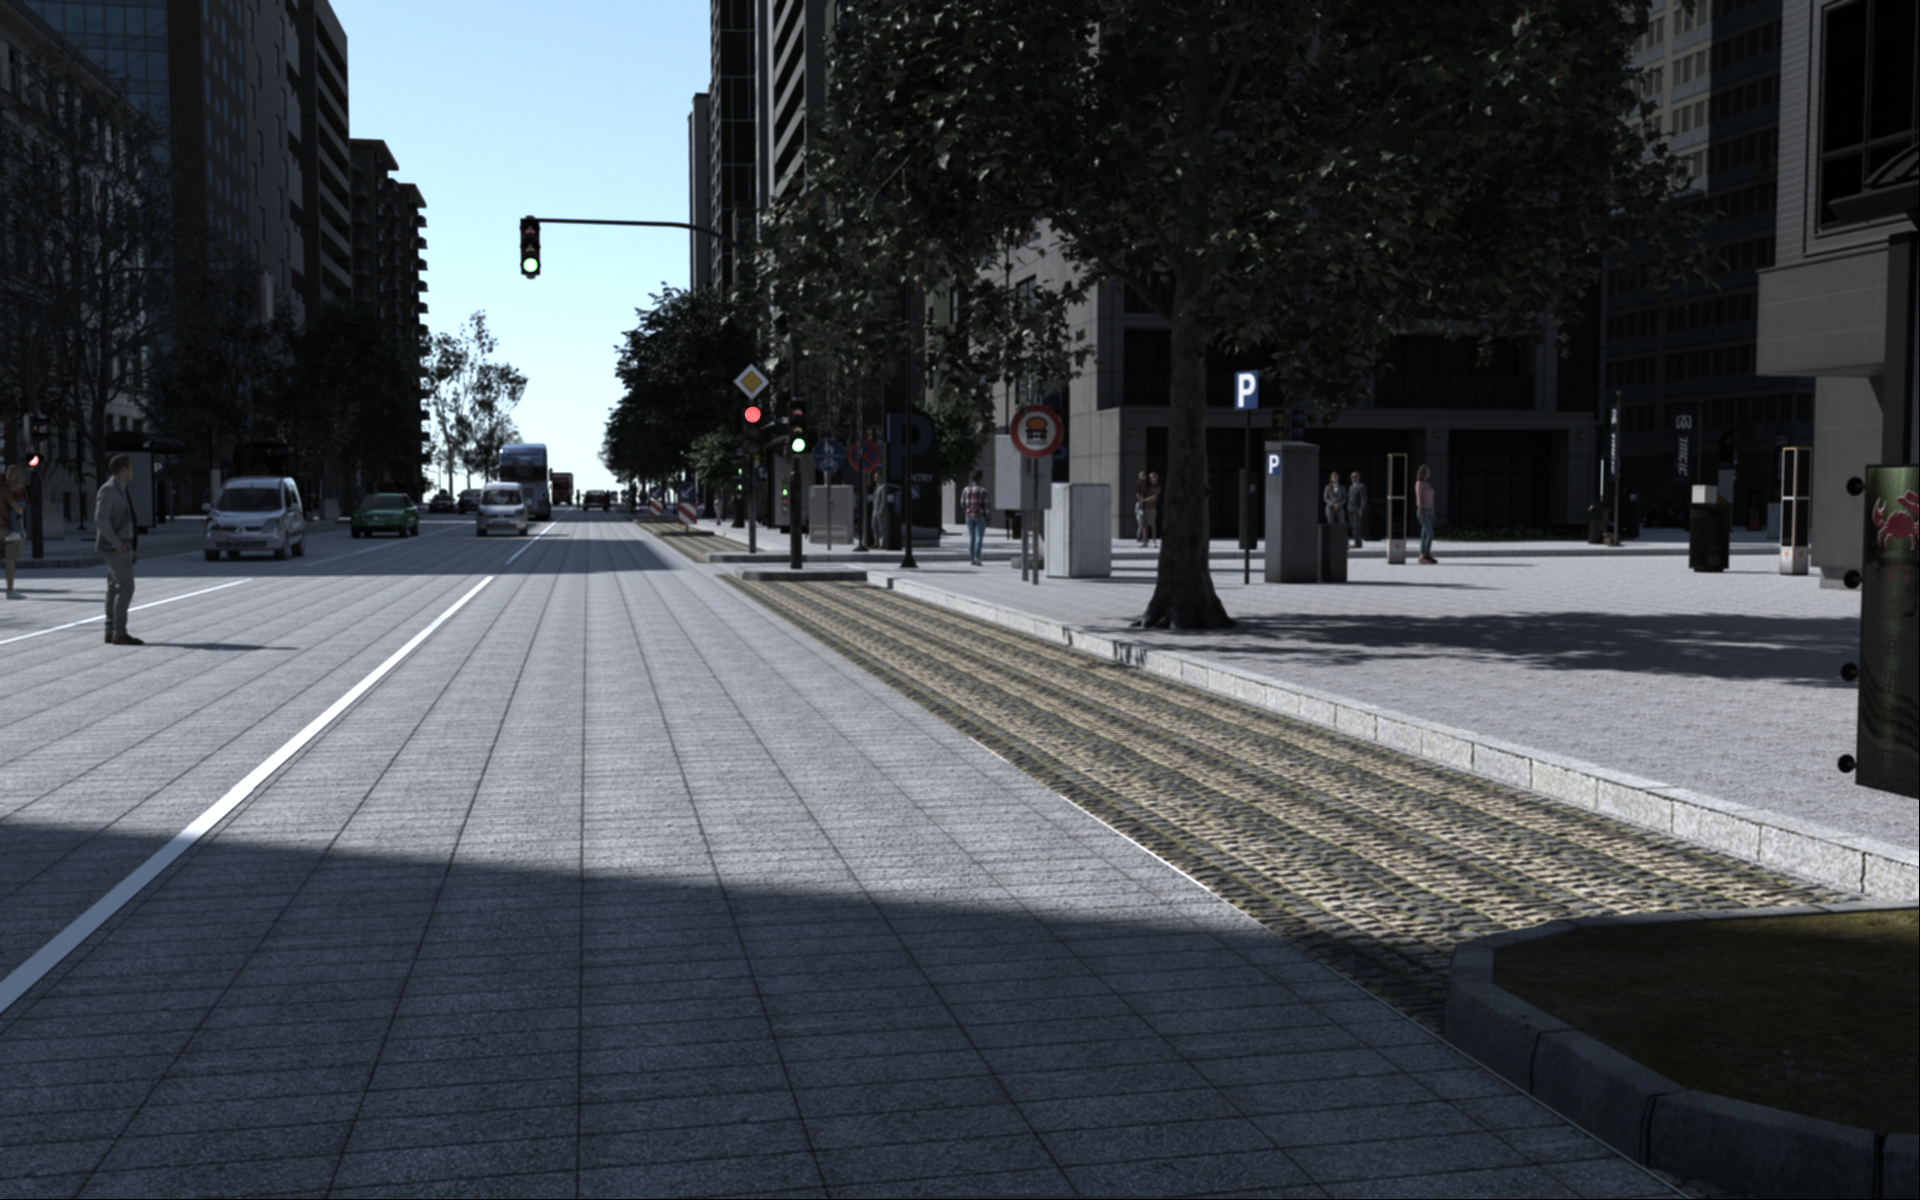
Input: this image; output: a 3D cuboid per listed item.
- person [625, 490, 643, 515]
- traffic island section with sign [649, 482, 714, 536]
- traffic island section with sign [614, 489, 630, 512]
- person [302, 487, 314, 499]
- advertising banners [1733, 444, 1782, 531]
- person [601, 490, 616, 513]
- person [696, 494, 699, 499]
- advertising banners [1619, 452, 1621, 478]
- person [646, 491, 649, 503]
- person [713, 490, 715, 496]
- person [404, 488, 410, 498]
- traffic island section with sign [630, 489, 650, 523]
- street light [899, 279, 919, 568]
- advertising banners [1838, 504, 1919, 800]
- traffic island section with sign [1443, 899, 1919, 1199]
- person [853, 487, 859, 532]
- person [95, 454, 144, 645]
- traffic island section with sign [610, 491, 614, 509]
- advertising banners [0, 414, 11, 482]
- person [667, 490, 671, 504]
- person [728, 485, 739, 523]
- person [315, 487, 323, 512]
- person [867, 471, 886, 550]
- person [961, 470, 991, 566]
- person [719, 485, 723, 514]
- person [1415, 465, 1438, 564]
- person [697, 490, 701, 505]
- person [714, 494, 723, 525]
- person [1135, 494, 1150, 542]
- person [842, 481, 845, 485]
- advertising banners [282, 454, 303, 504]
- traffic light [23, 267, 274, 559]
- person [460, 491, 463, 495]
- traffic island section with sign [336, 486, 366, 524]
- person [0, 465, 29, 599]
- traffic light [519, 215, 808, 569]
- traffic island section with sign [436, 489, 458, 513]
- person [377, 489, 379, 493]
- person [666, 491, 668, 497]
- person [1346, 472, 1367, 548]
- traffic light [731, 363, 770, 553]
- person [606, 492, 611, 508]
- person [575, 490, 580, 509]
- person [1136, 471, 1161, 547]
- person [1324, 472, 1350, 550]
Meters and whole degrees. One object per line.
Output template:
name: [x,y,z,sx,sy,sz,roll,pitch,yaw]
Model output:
person: [-21.866,-6.545,116.229,1.217,1.735,0.721,-2,4,-24]
traffic island section with sign: [-9.503,-3.103,59.364,1.989,1.847,2.006,-1,4,-12]
traffic island section with sign: [-25.702,-7.721,134.859,1.989,1.847,2.006,-1,4,-12]
person: [-48.422,-7.444,127.845,1.348,1.812,0.705,-3,4,-37]
advertising banners: [27.553,-3.899,59.939,2.074,3.025,0.090,2,4,26]
person: [-27.176,-7.618,133.768,1.217,1.743,0.721,-1,4,-22]
person: [-20.148,-7.561,129.808,1.348,1.807,0.705,1,4,18]
advertising banners: [27.506,-4.631,71.908,0.090,3.025,2.074,2,4,31]
person: [-44.430,-14.642,246.155,0.721,1.735,1.217,2,4,33]
person: [-16.810,-6.750,117.090,0.721,1.739,1.217,0,4,-6]
person: [-51.475,-9.476,160.941,1.348,1.831,0.705,3,4,36]
traffic island section with sign: [-15.225,-4.734,86.027,1.989,1.847,2.006,-1,4,-12]
street light: [-1.422,-3.505,29.846,1.470,5.913,1.316,-1,4,-12]
advertising banners: [4.147,-0.639,6.628,0.090,3.025,2.074,-1,4,-11]
traffic island section with sign: [2.324,0.267,4.270,1.989,1.847,2.006,-1,4,-12]
person: [-3.531,-3.044,58.414,0.503,1.515,0.523,-1,4,-11]
person: [-8.073,-0.490,16.606,0.391,1.810,0.635,-2,4,-26]
traffic island section with sign: [-31.441,-9.354,161.563,1.989,1.847,2.006,-1,4,-12]
advertising banners: [-21.513,-2.523,37.433,0.090,3.025,2.074,2,4,35]
person: [-35.908,-12.637,213.332,0.621,1.740,0.551,-1,4,-12]
person: [-9.765,-4.218,75.686,0.731,1.740,0.598,-1,4,-22]
person: [-45.969,-7.229,124.265,0.705,1.821,1.348,-3,5,-40]
person: [-1.842,-2.071,39.996,0.391,1.810,0.635,-2,4,-29]
person: [0.280,-1.485,31.157,0.563,1.720,0.643,2,4,30]
person: [-14.822,-6.274,108.506,0.514,1.842,0.818,-1,4,-14]
person: [8.569,-1.579,31.873,0.388,1.821,0.555,2,4,31]
person: [-29.502,-11.513,195.003,0.721,1.735,1.217,1,4,19]
person: [-9.964,-3.731,71.318,0.425,1.301,0.394,1,4,15]
person: [4.888,-2.203,46.343,0.394,1.301,0.425,2,4,28]
person: [-4.630,-3.682,66.420,0.537,1.800,0.526,-3,5,-43]
advertising banners: [-29.138,-4.854,75.558,0.090,3.025,2.074,-3,5,-42]
traffic light: [-16.325,-3.681,34.858,4.771,5.953,1.251,-1,4,-12]
person: [-61.053,-12.560,212.343,0.756,1.711,0.436,0,4,8]
traffic island section with sign: [-28.874,-4.565,83.266,1.989,1.847,2.006,-1,4,-12]
person: [-13.048,-0.932,23.709,0.580,1.828,0.573,-2,4,-35]
traffic light: [-4.859,-3.322,28.979,4.771,5.953,1.251,-1,4,-12]
traffic island section with sign: [-39.366,-7.555,132.153,1.989,1.847,2.006,-1,4,-12]
person: [-57.228,-10.016,170.332,0.617,1.759,0.750,0,4,1]
person: [-41.656,-14.711,246.559,0.705,1.826,1.348,0,4,-6]
person: [9.335,-2.135,41.124,0.590,1.801,0.661,-1,4,-22]
traffic light: [-4.508,-2.963,37.364,0.839,4.253,0.868,-1,4,-12]
person: [-37.233,-10.692,183.189,0.599,1.838,0.709,2,4,33]
person: [-36.570,-9.640,165.748,0.705,1.869,1.348,0,3,0]
person: [4.520,-2.186,41.757,0.580,1.828,0.573,0,4,-6]
person: [8.682,-2.052,39.861,0.520,1.790,0.573,-1,4,-9]
